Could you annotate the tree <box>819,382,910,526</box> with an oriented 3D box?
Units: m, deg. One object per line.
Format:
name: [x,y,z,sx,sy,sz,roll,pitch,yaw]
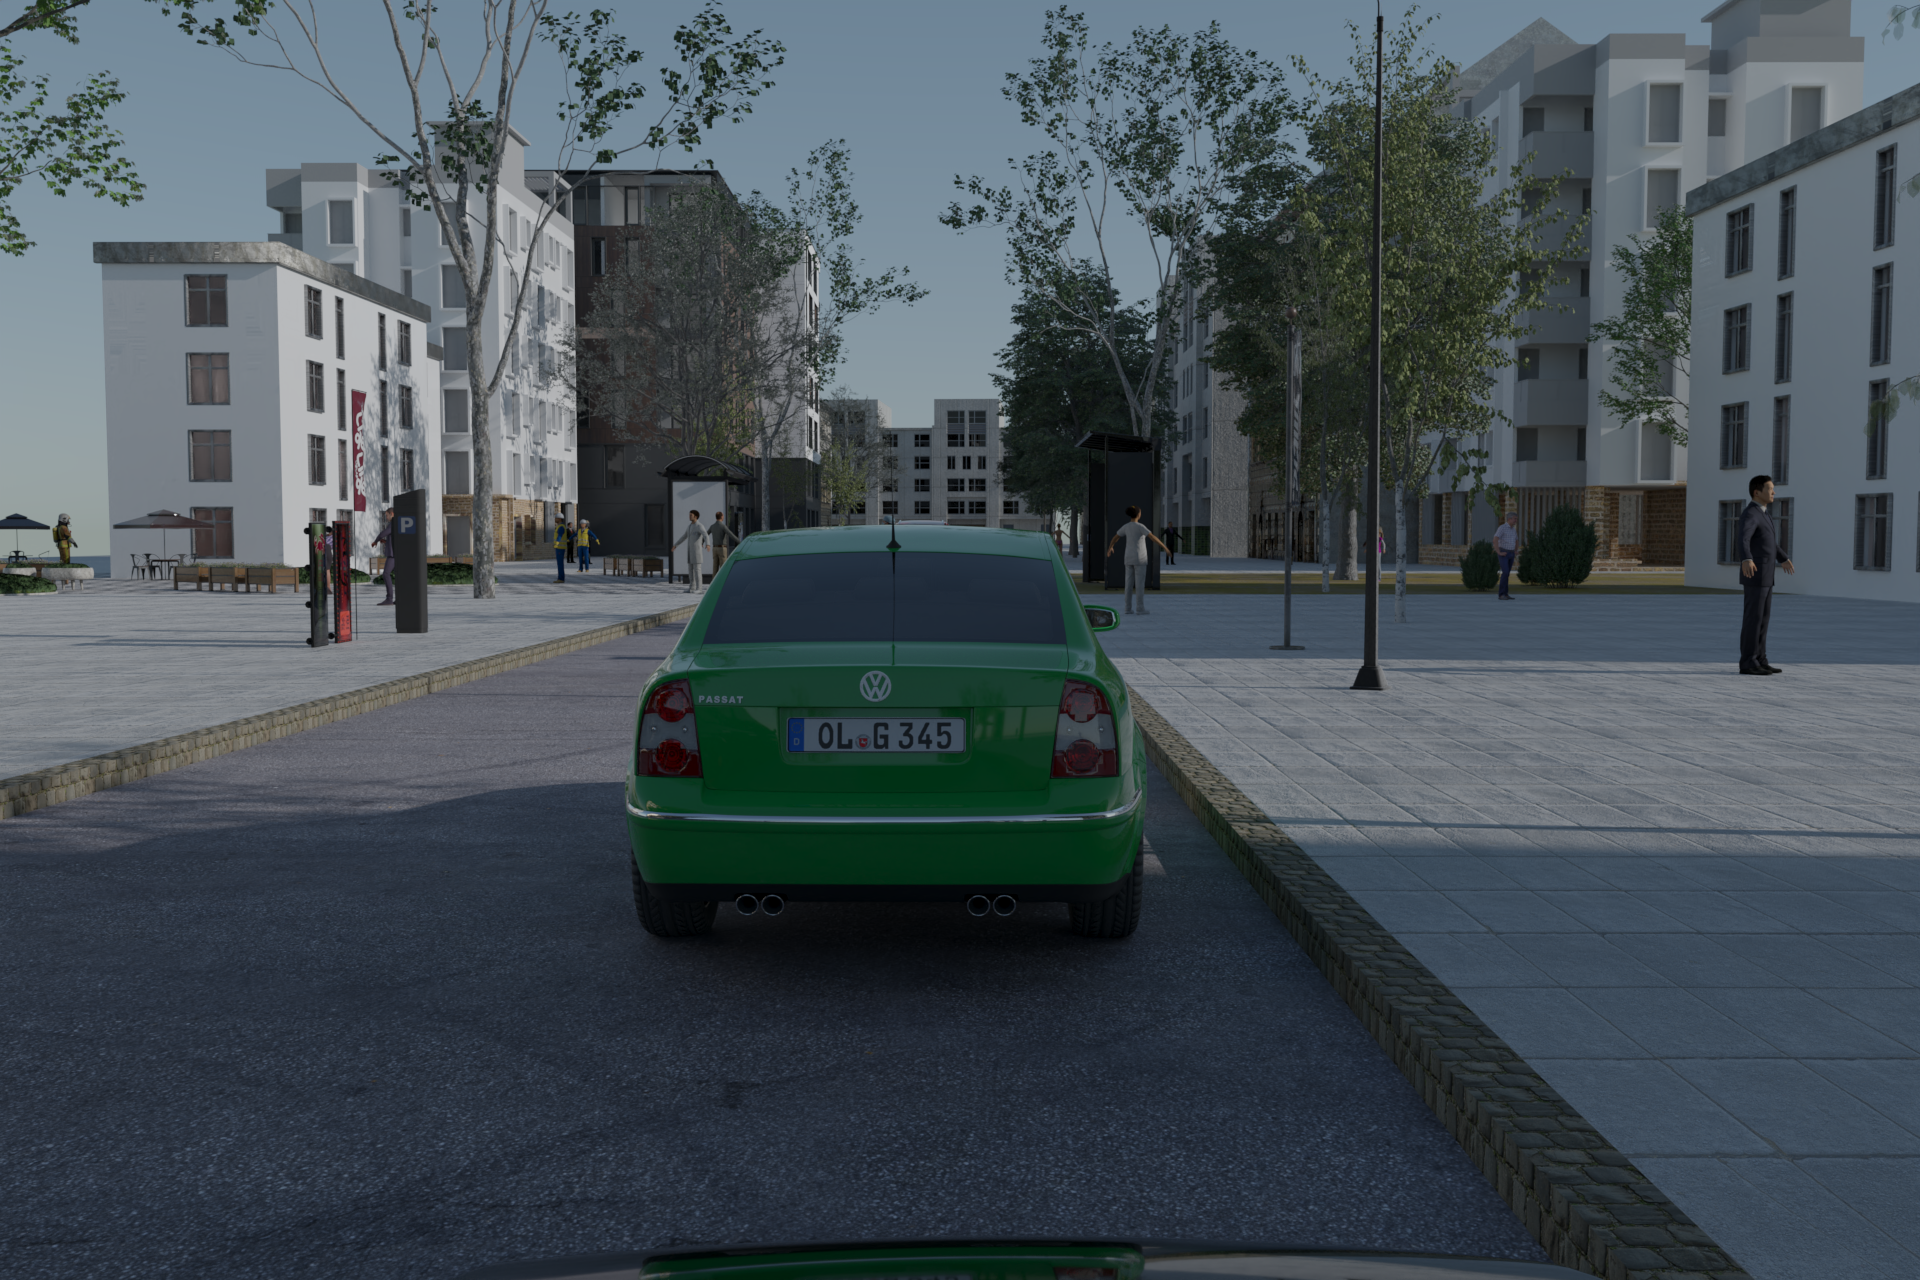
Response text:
tree: [-9.172,-14.118,141.197,12.009,13.543,11.850,0,3,0]

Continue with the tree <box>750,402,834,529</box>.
tree: [-9.723,-8.802,94.276,4.360,8.622,3.978,0,3,0]

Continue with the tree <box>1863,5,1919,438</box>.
tree: [5.427,-3.443,6.662,4.360,8.622,3.978,0,3,0]

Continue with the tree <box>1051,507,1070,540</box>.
tree: [7.160,-10.912,128.774,4.737,8.622,4.395,0,3,0]

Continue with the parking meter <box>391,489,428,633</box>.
parking meter: [-7.125,-1.021,22.413,0.399,1.863,0.255,0,3,0]

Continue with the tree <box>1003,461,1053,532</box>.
tree: [6.588,-12.550,139.597,7.601,10.594,8.767,-3,5,-40]

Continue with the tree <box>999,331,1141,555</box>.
tree: [7.021,-12.159,105.459,9.857,13.997,8.962,0,3,0]

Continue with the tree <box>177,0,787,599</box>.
tree: [-9.460,-10.797,32.423,12.611,20.169,13.585,0,3,0]

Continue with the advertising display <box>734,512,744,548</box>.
advertising display: [-6.467,-2.782,50.700,0.123,1.923,0.974,0,4,2]

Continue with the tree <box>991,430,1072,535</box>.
tree: [6.221,-11.429,121.270,8.767,10.594,7.601,1,4,9]

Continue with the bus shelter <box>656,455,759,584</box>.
bus shelter: [-6.749,-3.242,46.927,2.014,3.302,5.546,0,4,0]

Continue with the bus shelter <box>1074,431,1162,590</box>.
bus shelter: [3.837,-3.131,42.471,1.731,3.624,6.357,0,4,1]

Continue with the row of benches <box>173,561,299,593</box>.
row of benches: [-16.170,-1.422,38.715,4.104,0.672,1.422,3,4,36]

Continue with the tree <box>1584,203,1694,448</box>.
tree: [22.320,-7.617,50.300,9.928,11.665,9.643,0,3,0]

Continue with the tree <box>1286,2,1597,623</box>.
tree: [6.425,-4.539,24.570,4.737,8.622,4.395,0,3,0]

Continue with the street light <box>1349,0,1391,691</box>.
street light: [3.942,-2.546,14.164,1.470,5.913,1.316,0,4,0]

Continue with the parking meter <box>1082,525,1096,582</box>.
parking meter: [3.447,-2.303,46.065,0.372,1.533,0.369,0,3,0]

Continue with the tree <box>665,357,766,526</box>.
tree: [-9.796,-7.336,70.307,4.737,8.622,4.395,0,3,0]

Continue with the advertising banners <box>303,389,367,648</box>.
advertising banners: [-7.302,-1.480,20.381,0.090,3.025,2.074,0,3,0]

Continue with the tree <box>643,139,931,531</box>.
tree: [-8.185,-13.866,82.593,12.611,20.169,13.585,0,3,0]

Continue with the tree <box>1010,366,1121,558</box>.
tree: [5.915,-9.687,92.799,7.601,10.594,8.767,-3,5,-41]

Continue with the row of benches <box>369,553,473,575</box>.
row of benches: [-16.934,-2.437,55.310,4.104,0.672,1.422,-3,5,-42]

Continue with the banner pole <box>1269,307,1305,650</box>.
banner pole: [3.647,-1.771,18.967,0.401,3.779,0.863,0,3,0]

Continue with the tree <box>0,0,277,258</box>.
tree: [-9.254,-5.392,13.920,9.928,11.665,9.643,0,3,0]

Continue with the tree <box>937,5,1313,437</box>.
tree: [5.837,-12.649,62.699,12.611,20.169,13.585,0,3,0]

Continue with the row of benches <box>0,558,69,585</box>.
row of benches: [-24.732,-1.736,43.844,4.104,0.672,1.422,0,4,4]

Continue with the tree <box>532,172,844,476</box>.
tree: [-8.965,-9.042,58.202,12.009,13.543,11.850,0,3,0]

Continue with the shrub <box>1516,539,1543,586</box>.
shrub: [14.282,-1.952,43.026,1.383,1.207,1.383,0,3,0]

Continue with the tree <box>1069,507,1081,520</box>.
tree: [16.646,-17.146,230.699,4.737,8.622,4.395,0,3,0]

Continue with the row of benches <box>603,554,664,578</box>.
row of benches: [-9.904,-2.264,52.485,1.422,0.672,4.104,-2,4,-28]

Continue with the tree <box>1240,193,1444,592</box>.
tree: [7.917,-5.380,38.322,4.360,8.622,3.978,0,3,0]

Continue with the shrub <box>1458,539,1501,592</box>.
shrub: [11.649,-1.687,38.700,1.383,1.207,1.383,0,3,0]

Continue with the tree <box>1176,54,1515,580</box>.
tree: [10.804,-8.648,48.049,9.857,13.997,8.962,0,3,0]

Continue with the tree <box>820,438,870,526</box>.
tree: [-9.040,-11.172,133.031,4.737,8.622,4.395,0,3,0]

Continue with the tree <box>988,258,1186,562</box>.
tree: [6.041,-10.601,79.987,9.857,13.997,8.962,0,3,0]
